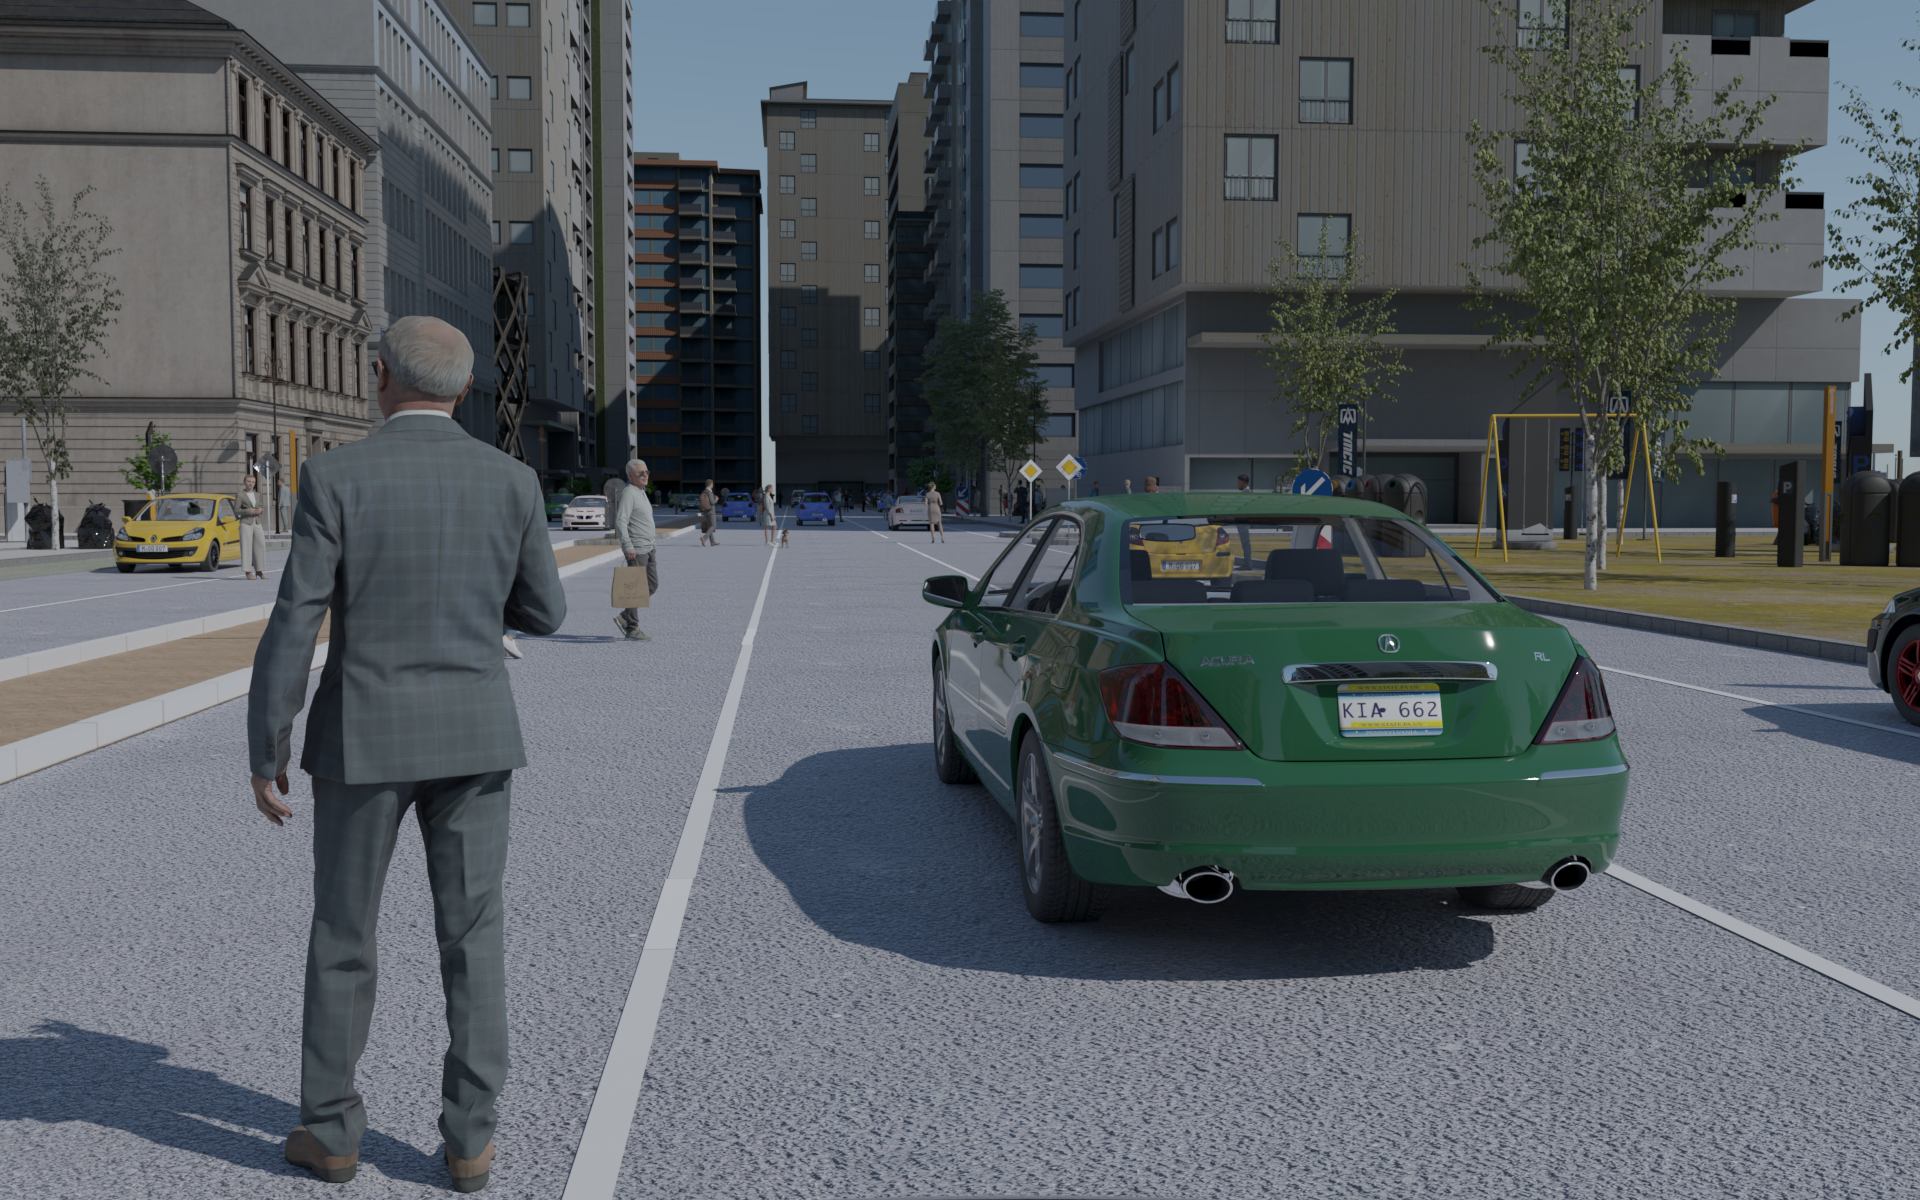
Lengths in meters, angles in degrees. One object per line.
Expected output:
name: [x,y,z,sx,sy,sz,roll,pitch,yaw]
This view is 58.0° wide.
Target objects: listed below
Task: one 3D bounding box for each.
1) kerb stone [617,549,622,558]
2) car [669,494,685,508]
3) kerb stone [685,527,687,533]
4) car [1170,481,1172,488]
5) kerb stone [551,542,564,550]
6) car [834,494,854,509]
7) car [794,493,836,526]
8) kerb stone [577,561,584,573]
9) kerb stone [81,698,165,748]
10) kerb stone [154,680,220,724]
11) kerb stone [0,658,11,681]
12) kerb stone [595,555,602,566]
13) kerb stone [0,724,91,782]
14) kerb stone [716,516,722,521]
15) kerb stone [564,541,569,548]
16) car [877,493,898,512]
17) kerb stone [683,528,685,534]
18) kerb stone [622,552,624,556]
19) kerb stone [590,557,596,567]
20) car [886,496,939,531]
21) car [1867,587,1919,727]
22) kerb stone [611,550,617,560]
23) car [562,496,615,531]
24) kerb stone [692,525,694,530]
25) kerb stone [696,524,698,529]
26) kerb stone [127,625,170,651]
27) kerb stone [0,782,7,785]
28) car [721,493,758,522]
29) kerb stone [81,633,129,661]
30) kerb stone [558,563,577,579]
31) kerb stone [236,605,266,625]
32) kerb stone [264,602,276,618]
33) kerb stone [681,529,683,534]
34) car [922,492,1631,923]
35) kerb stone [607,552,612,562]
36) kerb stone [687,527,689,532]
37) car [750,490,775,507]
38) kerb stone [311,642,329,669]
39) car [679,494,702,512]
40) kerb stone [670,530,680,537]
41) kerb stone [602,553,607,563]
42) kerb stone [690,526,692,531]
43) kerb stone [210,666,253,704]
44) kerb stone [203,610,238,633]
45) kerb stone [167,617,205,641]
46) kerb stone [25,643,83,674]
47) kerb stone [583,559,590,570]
kerb stone: [-7.743,-1.014,38.809,0.120,0.150,1.000,0,4,-6]
car: [-28.706,-10.268,176.675,1.959,1.807,4.718,0,4,-6]
kerb stone: [-10.081,-2.482,62.780,0.120,0.150,1.000,0,4,-6]
car: [2.840,-0.968,26.055,2.015,1.641,3.980,0,4,-7]
kerb stone: [-10.433,-1.370,44.760,0.120,0.150,1.000,0,4,-6]
car: [-10.997,-9.301,164.077,2.014,1.417,4.499,0,4,-7]
car: [-6.635,-4.269,79.387,1.945,1.707,3.694,0,4,-7]
kerb stone: [-7.048,-0.578,31.665,0.120,0.150,1.000,0,4,-6]
kerb stone: [-4.959,0.731,10.238,0.120,0.150,1.000,0,4,-6]
kerb stone: [-5.057,0.669,11.263,0.120,0.150,1.000,0,4,-6]
kerb stone: [-7.342,0.557,13.112,0.120,0.150,1.000,0,4,-6]
kerb stone: [-7.350,-0.760,34.720,0.120,0.150,1.000,0,4,-6]
kerb stone: [-4.857,0.797,9.215,0.120,0.150,1.000,0,4,-6]
kerb stone: [-13.373,-4.544,96.486,0.120,0.150,1.000,0,4,-6]
kerb stone: [-10.539,-1.434,45.778,0.120,0.150,1.000,0,4,-6]
car: [-5.597,-7.778,136.756,1.945,1.707,3.694,0,4,-6]
kerb stone: [-9.983,-2.420,61.763,0.120,0.150,1.000,0,4,-6]
kerb stone: [-7.842,-1.079,39.839,0.120,0.150,1.000,0,4,-6]
kerb stone: [-7.250,-0.704,33.702,0.120,0.150,1.000,0,4,-6]
car: [-1.848,-3.437,68.563,2.083,1.381,4.827,0,4,-5]
car: [6.860,0.018,9.488,2.009,1.686,4.222,0,4,-6]
kerb stone: [-7.639,-0.952,37.781,0.120,0.150,1.000,0,4,-6]
car: [-14.701,-3.465,69.022,2.083,1.381,4.827,0,4,-6]
kerb stone: [-10.477,-2.733,66.887,0.120,0.150,1.000,0,4,-6]
kerb stone: [-10.783,-2.920,69.941,0.120,0.150,1.000,0,4,-6]
kerb stone: [-7.649,0.368,16.177,0.120,0.150,1.000,0,4,-6]
kerb stone: [-4.756,0.856,8.198,0.120,0.150,1.000,0,4,-6]
car: [-11.604,-4.981,91.034,1.945,1.707,3.694,0,4,-5]
kerb stone: [-7.554,0.430,15.159,0.120,0.150,1.000,0,4,-6]
kerb stone: [-6.948,-0.517,30.648,0.120,0.150,1.000,0,4,-6]
kerb stone: [-7.951,0.181,19.230,0.120,0.150,1.000,0,4,-6]
kerb stone: [-8.042,0.118,20.264,0.120,0.150,1.000,0,4,-6]
kerb stone: [-9.887,-2.358,60.745,0.120,0.150,1.000,0,4,-6]
car: [0.961,0.275,7.308,2.131,1.459,4.920,0,4,-7]
kerb stone: [-7.544,-0.891,36.763,0.120,0.150,1.000,0,4,-6]
kerb stone: [-10.182,-2.538,63.810,0.120,0.150,1.000,0,4,-6]
car: [-17.228,-8.678,150.551,2.281,1.827,5.304,0,4,-7]
kerb stone: [-5.364,0.486,14.327,0.120,0.150,1.000,0,4,-6]
car: [-21.703,-7.870,140.467,2.131,1.459,4.920,0,4,-7]
kerb stone: [-9.681,-2.233,58.709,0.120,0.150,1.000,0,4,-6]
kerb stone: [-7.444,-0.829,35.745,0.120,0.150,1.000,0,4,-6]
kerb stone: [-10.382,-2.669,65.859,0.120,0.150,1.000,0,4,-6]
kerb stone: [-5.159,0.606,12.284,0.120,0.150,1.000,0,4,-6]
kerb stone: [-7.840,0.244,18.214,0.120,0.150,1.000,0,4,-6]
kerb stone: [-7.752,0.306,17.196,0.120,0.150,1.000,0,4,-6]
kerb stone: [-7.443,0.493,14.131,0.120,0.150,1.000,0,4,-6]
kerb stone: [-7.145,-0.641,32.684,0.120,0.150,1.000,0,4,-6]
